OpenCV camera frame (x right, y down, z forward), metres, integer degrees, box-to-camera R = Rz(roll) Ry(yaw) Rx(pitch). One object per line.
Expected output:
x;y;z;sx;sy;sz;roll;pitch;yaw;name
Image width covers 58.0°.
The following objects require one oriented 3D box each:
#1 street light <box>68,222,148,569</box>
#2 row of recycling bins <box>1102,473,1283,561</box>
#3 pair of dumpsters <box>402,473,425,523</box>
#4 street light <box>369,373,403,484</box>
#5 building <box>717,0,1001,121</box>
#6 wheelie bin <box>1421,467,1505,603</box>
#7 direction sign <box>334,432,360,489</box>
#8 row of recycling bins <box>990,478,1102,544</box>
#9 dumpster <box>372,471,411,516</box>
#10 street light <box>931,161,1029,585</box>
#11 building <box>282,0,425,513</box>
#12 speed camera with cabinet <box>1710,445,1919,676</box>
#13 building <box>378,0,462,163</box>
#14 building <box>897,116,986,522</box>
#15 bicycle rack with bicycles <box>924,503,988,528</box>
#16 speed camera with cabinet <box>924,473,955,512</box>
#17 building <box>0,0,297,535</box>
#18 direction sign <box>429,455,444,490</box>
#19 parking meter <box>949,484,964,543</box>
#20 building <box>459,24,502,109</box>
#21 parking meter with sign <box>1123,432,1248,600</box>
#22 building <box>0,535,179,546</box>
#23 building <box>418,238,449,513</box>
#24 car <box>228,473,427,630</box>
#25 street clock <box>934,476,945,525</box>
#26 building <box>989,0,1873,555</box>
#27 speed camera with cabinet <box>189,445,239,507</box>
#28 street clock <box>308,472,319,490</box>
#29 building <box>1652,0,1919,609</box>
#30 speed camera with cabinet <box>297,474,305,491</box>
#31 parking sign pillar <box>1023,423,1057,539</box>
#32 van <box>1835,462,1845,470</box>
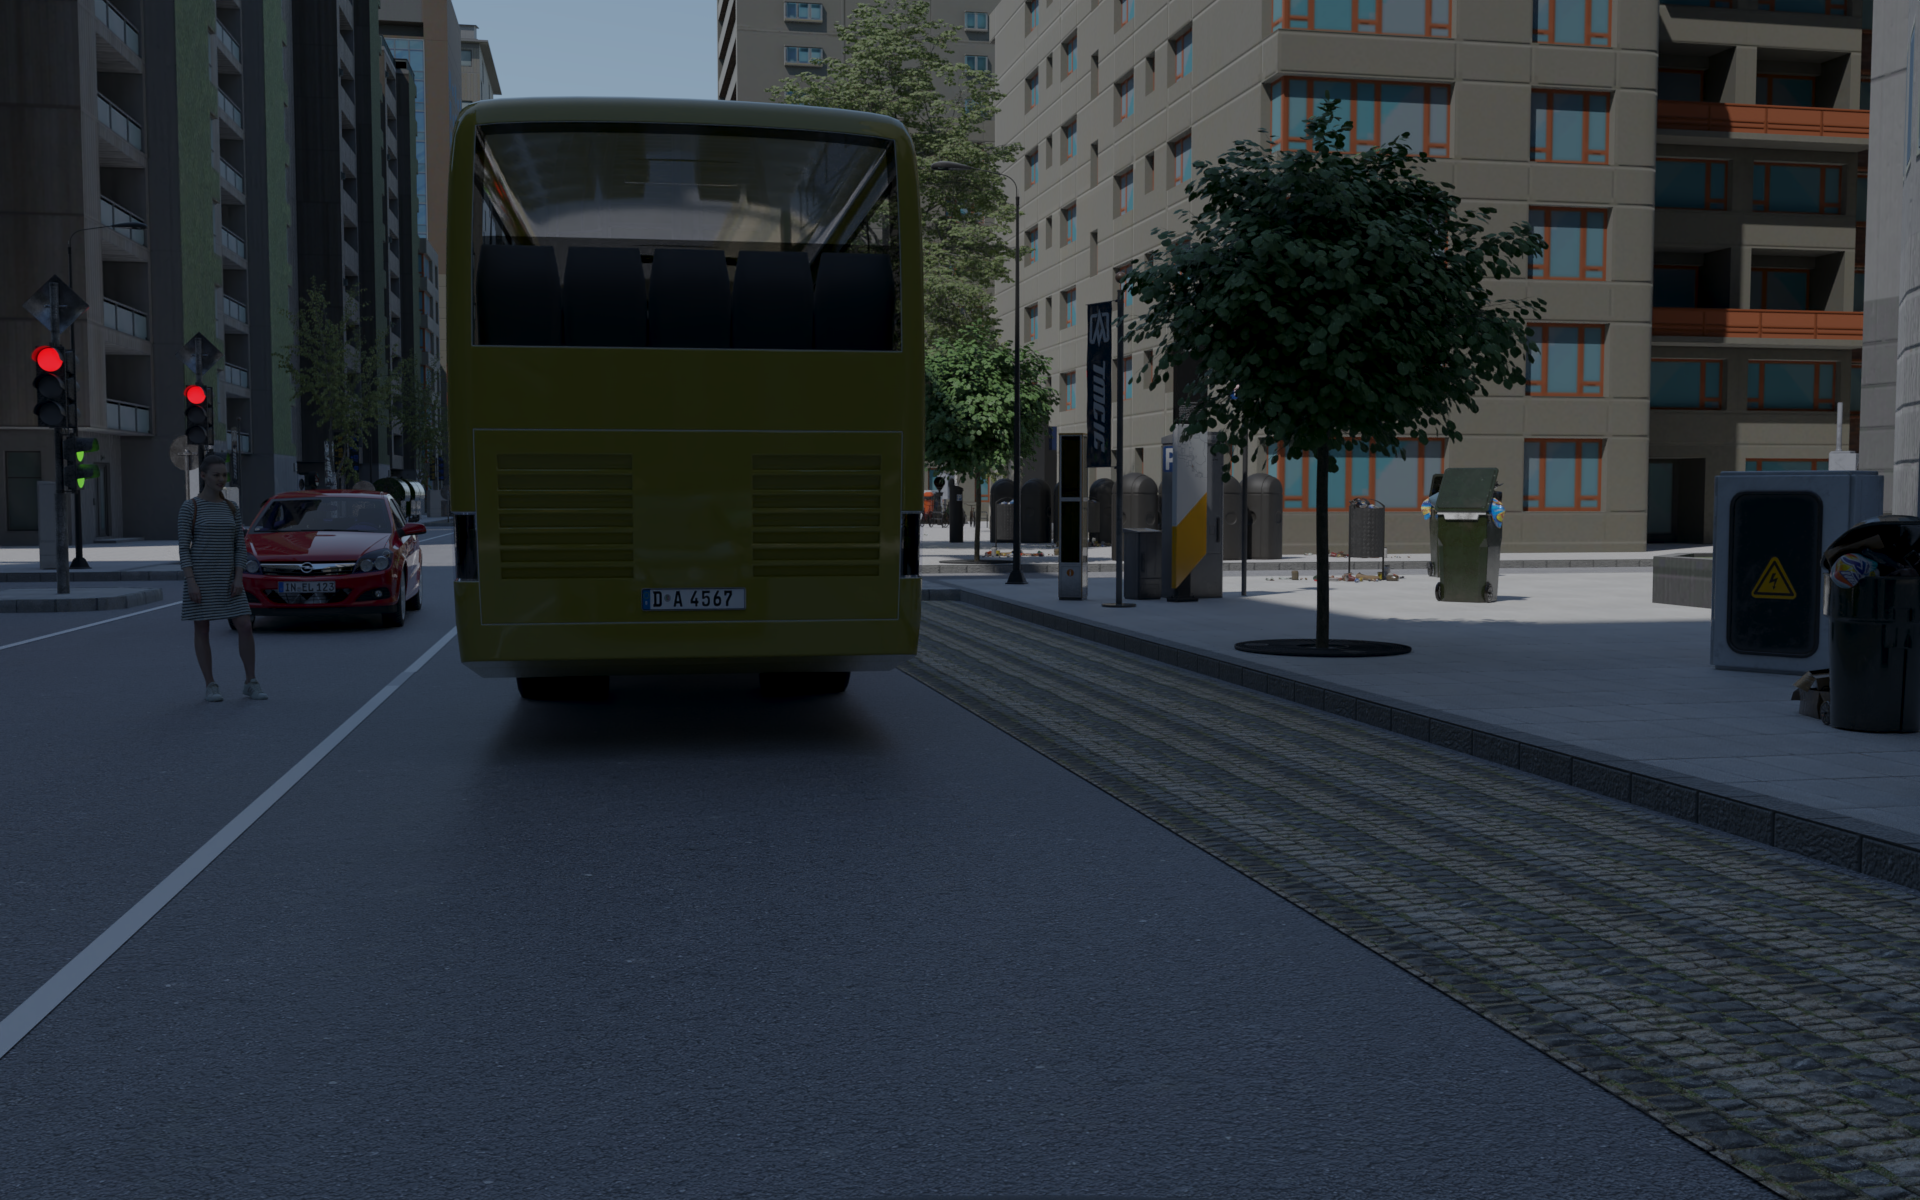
-14.571;-3.492;29.631;1.470;5.913;1.316;-1;4;-12;street light
4.657;-1.622;33.632;3.534;1.692;1.069;-1;4;-19;row of recycling bins
-25.066;-4.610;77.864;1.574;2.255;4.437;-1;4;-12;pair of dumpsters
-22.135;-5.758;66.690;1.470;5.913;1.316;-1;4;-12;street light
-6.971;-31.073;131.747;21.300;48.544;21.600;-1;4;-12;building
6.067;-0.782;20.686;0.980;1.594;0.693;3;4;36;wheelie bin
-22.411;-4.363;63.333;0.876;3.537;0.379;-1;4;-8;direction sign
2.453;-2.331;45.223;3.534;1.692;1.069;1;4;20;row of recycling bins
-24.003;-4.304;72.856;1.502;2.255;1.985;-1;4;-11;dumpster
0.279;-3.174;24.443;1.470;5.913;1.316;-1;4;-12;street light
-41.839;-20.599;108.503;14.160;30.474;14.107;-1;4;-12;building
6.365;-1.082;12.019;0.660;3.252;2.038;-3;5;-43;speed camera with cabinet
-50.653;-30.581;150.112;14.600;45.320;14.200;-1;4;-12;building
4.672;-15.339;95.832;27.650;21.520;28.899;-1;4;-12;building
-0.142;-3.229;66.179;2.852;0.926;2.925;-1;4;-15;bicycle rack with bicycles
-0.961;-5.043;76.796;0.660;3.252;2.038;2;4;32;speed camera with cabinet
-33.926;-23.327;64.994;14.154;41.232;14.086;-1;4;-12;building
-30.568;-6.682;101.251;0.876;3.537;0.379;1;4;9;direction sign
-0.096;-2.284;45.749;0.372;1.533;0.369;0;3;0;parking meter
-67.393;-37.210;197.628;28.713;52.752;27.495;-1;4;-12;building
2.851;-1.536;21.376;1.738;3.016;0.543;-2;4;-28;parking meter with sign
-27.915;-22.026;43.719;14.154;41.232;14.086;-1;4;-12;building
-52.396;-17.339;128.531;27.650;21.520;28.899;-1;4;-12;building
-7.192;-0.659;19.808;2.155;1.783;4.494;-1;4;-13;car
-0.842;-4.073;71.168;0.471;2.002;0.358;0;4;3;street clock
17.983;-12.673;52.240;28.899;21.520;27.650;-1;4;-12;building
-18.043;-2.905;41.836;0.660;3.252;2.038;0;4;-5;speed camera with cabinet
-20.875;-3.145;55.997;0.358;2.002;0.471;0;4;-5;street clock
19.804;-28.612;9.813;21.231;58.520;28.212;-1;4;-12;building
-30.572;-5.177;78.977;0.660;3.252;2.038;0;4;3;speed camera with cabinet
2.299;-3.766;50.039;1.447;3.967;1.447;-2;4;-27;parking sign pillar
16.384;-1.541;32.209;4.112;2.044;2.013;-1;4;-12;van
